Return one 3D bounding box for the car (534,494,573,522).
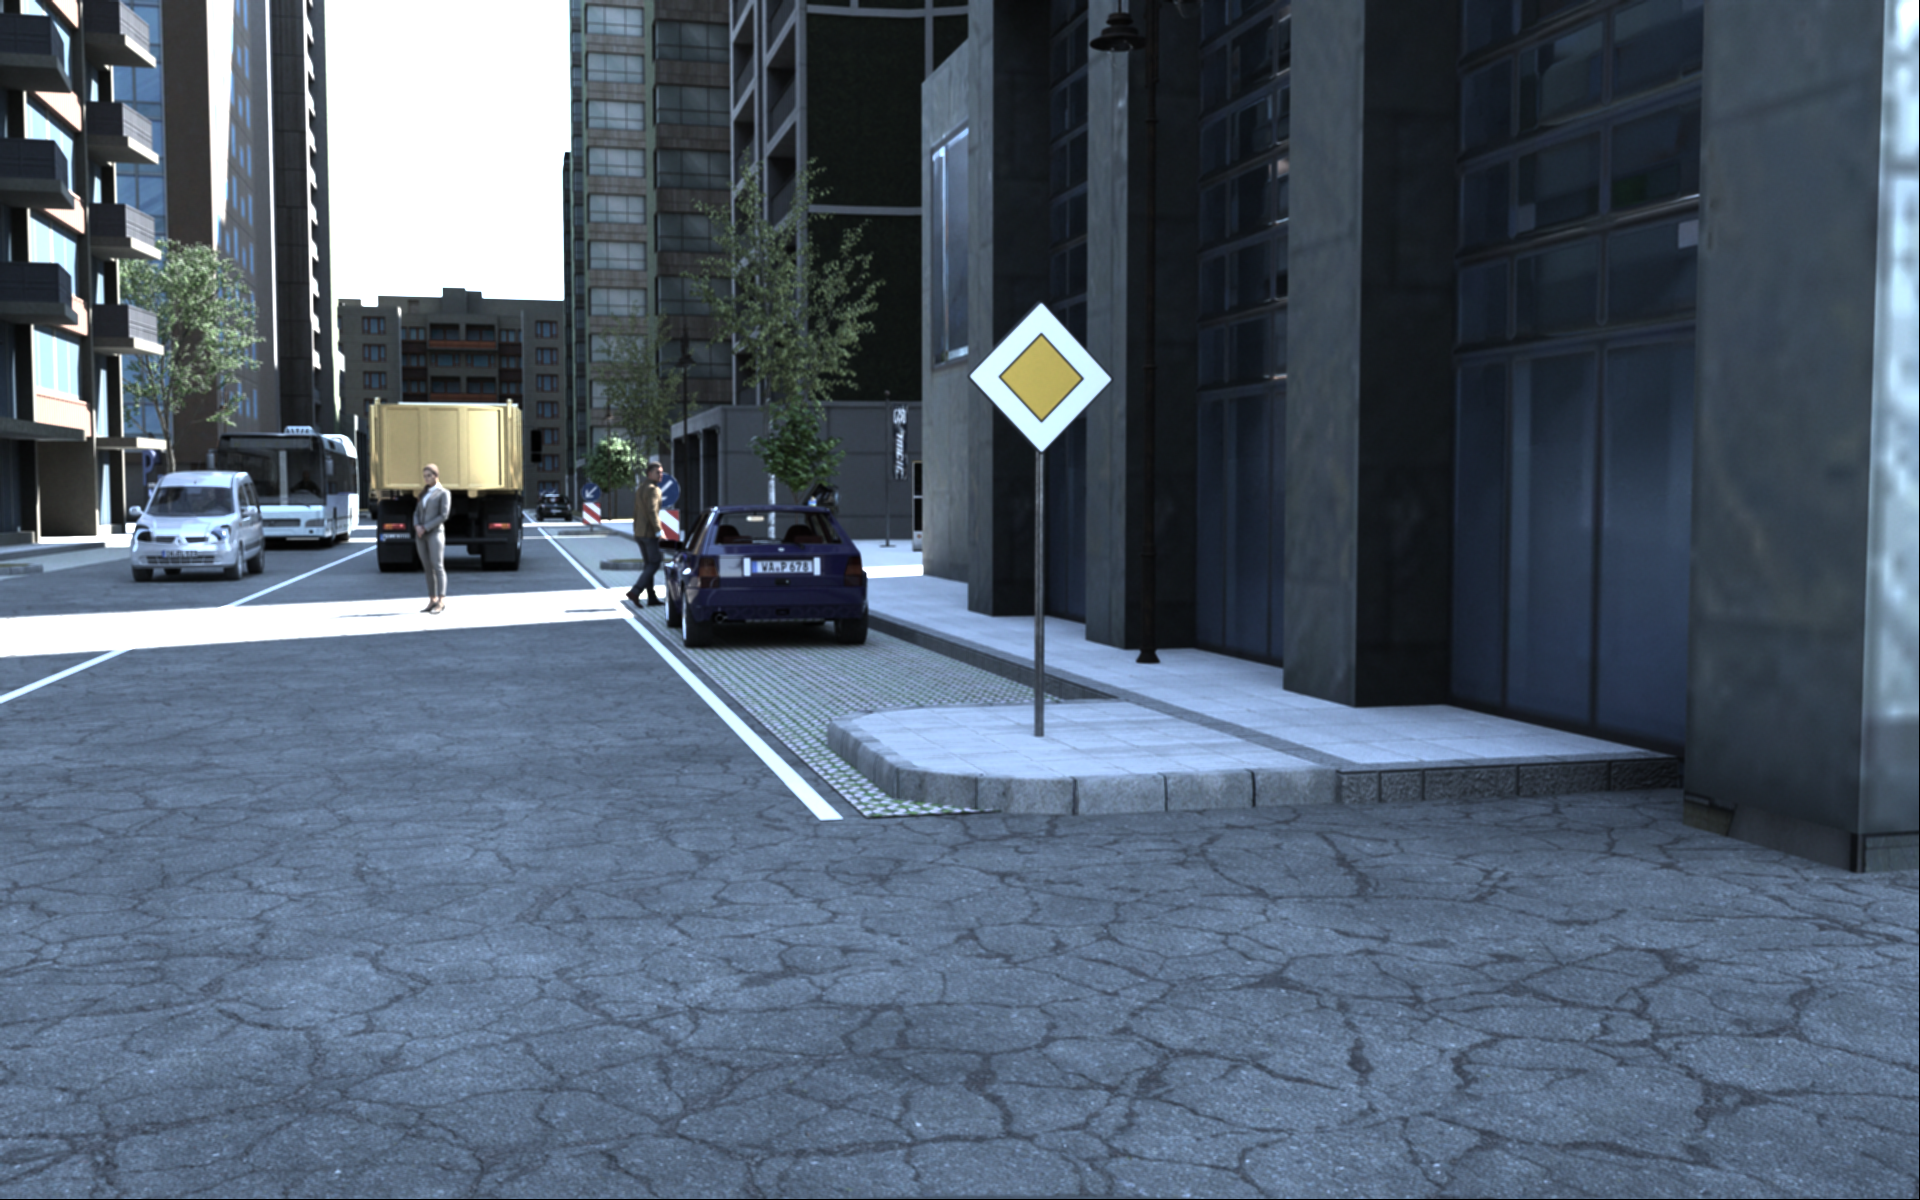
[{"bbox_3d":[-21.322,-4.965,90.958,2.009,1.686,4.222,-1,4,-16],"label":"car"}]

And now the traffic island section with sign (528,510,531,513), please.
[{"bbox_3d":[-32.431,-7.679,134.180,1.989,1.847,2.006,-1,4,-15],"label":"traffic island section with sign"}]

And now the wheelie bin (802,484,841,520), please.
[{"bbox_3d":[-2.644,-1.543,33.140,0.693,1.594,0.980,0,4,1],"label":"wheelie bin"}]

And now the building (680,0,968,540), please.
[{"bbox_3d":[2.174,-37.566,52.452,20.563,71.187,20.611,-1,4,-15],"label":"building"}]

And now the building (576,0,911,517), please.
[{"bbox_3d":[-15.933,-41.635,118.990,20.563,71.187,20.611,-1,4,-15],"label":"building"}]

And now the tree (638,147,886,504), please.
[{"bbox_3d":[-3.880,-5.341,37.685,4.737,8.622,4.395,0,3,0],"label":"tree"}]

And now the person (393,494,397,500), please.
[{"bbox_3d":[-26.391,-4.261,81.407,0.421,1.427,0.697,3,4,38],"label":"person"}]

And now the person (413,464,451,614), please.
[{"bbox_3d":[-6.413,-0.740,20.870,0.520,1.790,0.573,1,4,12],"label":"person"}]

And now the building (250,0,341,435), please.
[{"bbox_3d":[-51.108,-26.663,119.538,14.154,41.232,14.086,-1,4,-15],"label":"building"}]

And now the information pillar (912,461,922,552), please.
[{"bbox_3d":[-0.892,-2.092,38.703,0.304,2.012,0.304,0,4,7],"label":"information pillar"}]

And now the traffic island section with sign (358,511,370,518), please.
[{"bbox_3d":[-36.929,-5.871,104.617,1.989,1.847,2.006,-1,4,-15],"label":"traffic island section with sign"}]

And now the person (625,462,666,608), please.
[{"bbox_3d":[-3.917,-0.820,21.820,0.656,1.842,0.836,2,4,26],"label":"person"}]

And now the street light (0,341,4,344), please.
[{"bbox_3d":[-22.439,-4.106,39.918,0.468,5.910,1.993,-1,4,-15],"label":"street light"}]

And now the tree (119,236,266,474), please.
[{"bbox_3d":[-30.503,-8.610,66.525,9.928,11.665,9.643,0,3,0],"label":"tree"}]

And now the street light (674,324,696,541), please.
[{"bbox_3d":[-7.500,-4.559,47.331,0.468,5.910,1.993,-1,4,-15],"label":"street light"}]

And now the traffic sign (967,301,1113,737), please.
[{"bbox_3d":[0.416,-0.334,9.109,0.795,2.450,0.064,-1,4,-15],"label":"traffic sign"}]

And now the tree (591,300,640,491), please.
[{"bbox_3d":[-12.247,-7.117,66.726,4.737,8.622,4.395,0,3,0],"label":"tree"}]

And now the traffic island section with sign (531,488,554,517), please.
[{"bbox_3d":[-25.522,-6.073,107.922,1.989,1.847,2.006,-1,4,-15],"label":"traffic island section with sign"}]

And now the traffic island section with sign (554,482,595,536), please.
[{"bbox_3d":[-12.894,-3.136,59.901,1.989,1.847,2.006,-1,4,-15],"label":"traffic island section with sign"}]

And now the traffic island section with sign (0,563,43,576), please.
[{"bbox_3d":[-17.509,-1.352,30.735,1.989,1.847,2.006,-1,4,-15],"label":"traffic island section with sign"}]

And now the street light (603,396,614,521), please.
[{"bbox_3d":[-16.529,-6.653,81.559,0.468,5.910,1.993,-1,4,-15],"label":"street light"}]

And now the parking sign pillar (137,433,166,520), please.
[{"bbox_3d":[-35.096,-5.321,75.469,1.447,3.967,1.447,3,5,41],"label":"parking sign pillar"}]

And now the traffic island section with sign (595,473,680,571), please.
[{"bbox_3d":[-5.877,-1.503,33.203,1.989,1.847,2.006,-1,4,-15],"label":"traffic island section with sign"}]

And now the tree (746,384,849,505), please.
[{"bbox_3d":[-2.761,-2.205,30.651,1.663,3.219,1.824,0,3,0],"label":"tree"}]

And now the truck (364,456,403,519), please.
[{"bbox_3d":[-32.879,-6.872,101.270,2.839,4.237,11.283,-1,4,-13],"label":"truck"}]

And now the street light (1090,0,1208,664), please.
[{"bbox_3d":[1.432,-2.460,13.015,0.468,5.910,1.993,-1,4,-15],"label":"street light"}]

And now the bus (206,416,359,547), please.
[{"bbox_3d":[-18.836,-3.312,49.018,2.948,3.499,13.247,-1,4,-15],"label":"bus"}]

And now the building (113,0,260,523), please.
[{"bbox_3d":[-42.090,-26.441,82.422,14.600,45.320,14.200,-1,4,-15],"label":"building"}]

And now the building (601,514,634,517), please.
[{"bbox_3d":[-15.152,-25.603,102.206,14.154,41.232,14.086,-1,4,-15],"label":"building"}]

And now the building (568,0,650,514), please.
[{"bbox_3d":[-23.476,-27.689,136.308,14.154,41.232,14.086,-1,4,-15],"label":"building"}]

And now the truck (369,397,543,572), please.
[{"bbox_3d":[-10.362,-2.432,35.688,3.469,3.379,9.791,-1,4,-14],"label":"truck"}]

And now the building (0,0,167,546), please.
[{"bbox_3d":[-34.256,-23.840,44.406,22.147,44.769,28.867,-1,4,-15],"label":"building"}]

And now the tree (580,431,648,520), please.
[{"bbox_3d":[-17.331,-6.338,87.333,4.285,4.588,4.351,0,3,0],"label":"tree"}]

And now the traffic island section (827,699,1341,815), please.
[{"bbox_3d":[0.437,0.801,9.192,2.009,0.180,2.903,-1,4,-15],"label":"traffic island section"}]

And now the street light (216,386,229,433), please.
[{"bbox_3d":[-31.465,-6.205,74.236,0.468,5.910,1.993,-1,4,-15],"label":"street light"}]

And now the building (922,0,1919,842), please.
[{"bbox_3d":[15.548,-43.176,18.594,31.000,86.520,22.319,-1,4,-15],"label":"building"}]

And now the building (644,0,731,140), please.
[{"bbox_3d":[-7.082,-18.700,77.439,14.160,30.474,14.107,-1,4,-15],"label":"building"}]

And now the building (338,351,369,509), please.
[{"bbox_3d":[-64.370,-50.331,135.591,31.000,86.520,22.319,-1,4,-15],"label":"building"}]

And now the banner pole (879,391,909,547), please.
[{"bbox_3d":[-1.585,-3.189,42.156,0.863,3.779,0.401,-3,5,-40],"label":"banner pole"}]

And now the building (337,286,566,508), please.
[{"bbox_3d":[-49.796,-20.147,174.446,28.899,21.520,27.650,-1,4,-15],"label":"building"}]

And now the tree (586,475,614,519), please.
[{"bbox_3d":[-18.535,-5.859,90.404,1.663,3.219,1.824,0,3,0],"label":"tree"}]

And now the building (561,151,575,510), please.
[{"bbox_3d":[-27.246,-23.150,150.195,14.160,30.474,14.107,-1,4,-15],"label":"building"}]

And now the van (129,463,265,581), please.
[{"bbox_3d":[-13.103,-1.398,29.872,2.013,2.044,4.112,-1,4,-15],"label":"van"}]

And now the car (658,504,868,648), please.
[{"bbox_3d":[-2.043,-0.305,17.560,1.945,1.354,3.894,-1,4,-13],"label":"car"}]
